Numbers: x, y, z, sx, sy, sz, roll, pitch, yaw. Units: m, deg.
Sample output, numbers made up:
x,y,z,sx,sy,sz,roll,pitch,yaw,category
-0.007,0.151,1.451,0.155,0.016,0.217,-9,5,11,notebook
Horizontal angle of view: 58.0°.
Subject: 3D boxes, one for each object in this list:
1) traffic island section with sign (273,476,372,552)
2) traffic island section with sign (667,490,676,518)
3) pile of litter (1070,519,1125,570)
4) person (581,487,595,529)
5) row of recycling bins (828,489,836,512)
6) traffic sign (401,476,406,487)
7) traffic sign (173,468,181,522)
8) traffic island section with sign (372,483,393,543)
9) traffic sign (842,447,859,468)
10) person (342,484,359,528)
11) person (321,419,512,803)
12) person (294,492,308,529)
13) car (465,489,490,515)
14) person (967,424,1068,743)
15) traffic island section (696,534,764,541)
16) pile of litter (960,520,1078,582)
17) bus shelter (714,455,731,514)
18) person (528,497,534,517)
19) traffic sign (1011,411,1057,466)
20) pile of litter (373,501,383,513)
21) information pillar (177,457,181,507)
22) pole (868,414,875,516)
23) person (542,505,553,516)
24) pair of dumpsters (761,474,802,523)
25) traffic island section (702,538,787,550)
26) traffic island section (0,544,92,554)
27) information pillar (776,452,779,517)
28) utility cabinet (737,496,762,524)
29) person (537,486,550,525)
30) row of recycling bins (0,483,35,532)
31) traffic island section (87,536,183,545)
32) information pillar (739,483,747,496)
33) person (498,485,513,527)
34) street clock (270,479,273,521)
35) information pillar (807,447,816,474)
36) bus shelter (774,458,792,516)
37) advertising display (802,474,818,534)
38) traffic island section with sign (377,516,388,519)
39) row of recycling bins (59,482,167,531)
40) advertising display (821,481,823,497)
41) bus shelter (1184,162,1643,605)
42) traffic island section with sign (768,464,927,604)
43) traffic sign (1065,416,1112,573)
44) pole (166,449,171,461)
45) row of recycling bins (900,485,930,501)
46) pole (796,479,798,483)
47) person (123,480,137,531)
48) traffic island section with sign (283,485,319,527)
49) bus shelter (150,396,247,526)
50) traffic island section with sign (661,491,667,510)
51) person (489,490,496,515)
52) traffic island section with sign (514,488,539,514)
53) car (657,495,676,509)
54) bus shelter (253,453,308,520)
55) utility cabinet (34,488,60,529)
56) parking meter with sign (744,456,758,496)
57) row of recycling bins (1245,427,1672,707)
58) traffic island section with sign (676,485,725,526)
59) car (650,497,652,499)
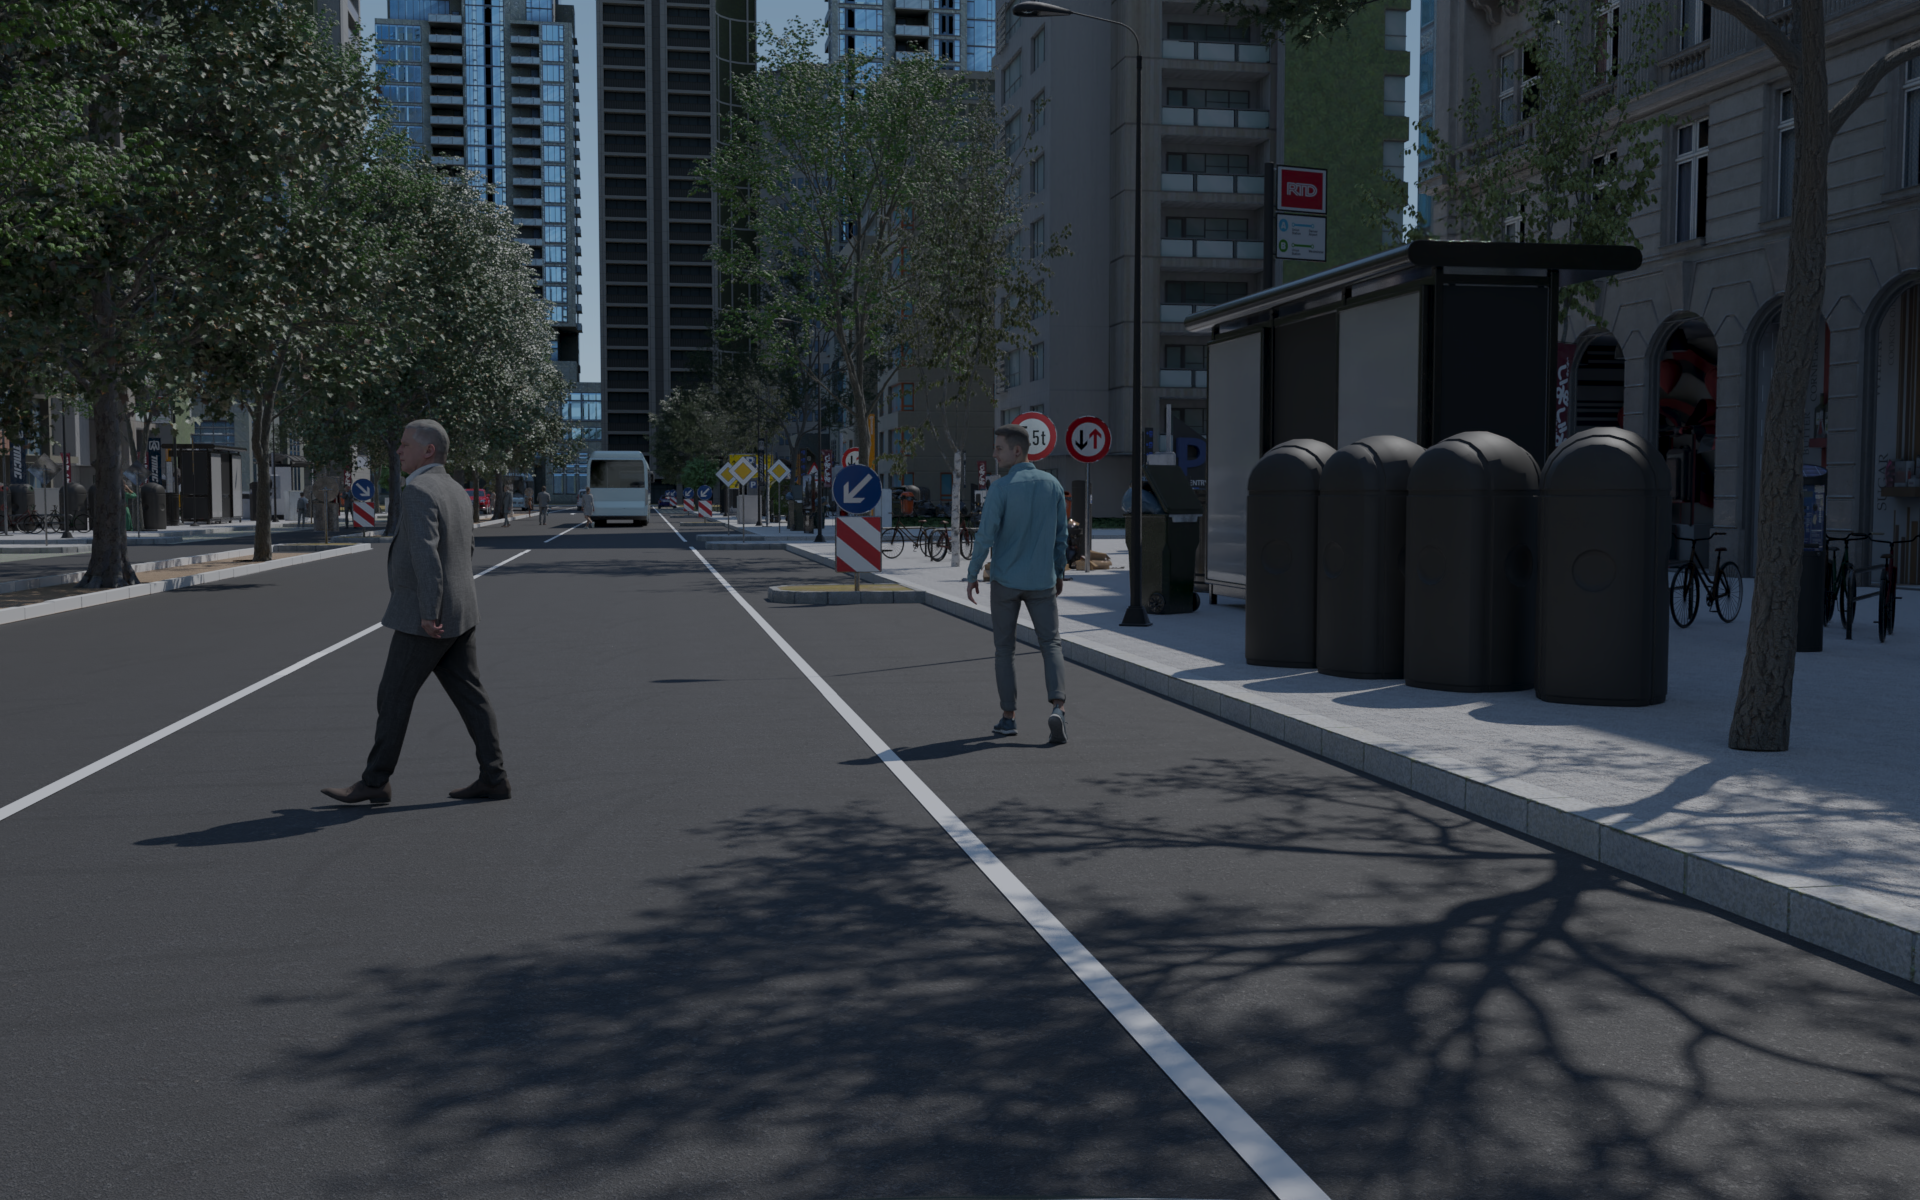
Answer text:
x,y,z,sx,sy,sz,roll,pitch,yaw,category
-16.271,-2.202,44.138,2.006,1.907,1.989,-1,4,-10,traffic island section with sign
-16.490,-5.857,104.391,1.989,1.847,2.006,-1,4,-10,traffic island section with sign
2.057,-0.948,29.464,1.719,0.858,1.176,-1,4,-18,pile of litter
-15.185,-3.769,70.876,0.760,1.731,0.466,3,4,37,person
-7.944,-7.318,126.762,3.534,1.692,1.069,-2,4,-25,row of recycling bins
-39.462,-7.468,122.203,0.768,2.556,0.104,-1,4,-8,traffic sign
-34.577,-4.614,76.627,0.795,2.450,0.064,0,4,-1,traffic sign
-17.604,-2.648,51.424,2.006,1.907,1.989,-1,4,-10,traffic island section with sign
-2.833,-2.876,47.133,0.768,2.556,0.104,0,4,-3,traffic sign
-25.398,-3.904,72.132,0.655,1.846,0.447,-2,4,-27,person
-2.527,0.052,8.050,0.834,1.777,0.661,0,4,-5,person
-27.118,-3.681,71.281,0.523,1.515,0.503,2,4,26,person
-34.463,-6.983,122.844,2.281,1.827,5.304,-1,4,-12,car
0.361,-0.108,10.132,0.638,1.841,0.748,-1,4,-12,person
-7.149,-1.921,53.687,2.009,0.180,2.903,-1,4,-10,traffic island section
0.820,-0.707,25.525,1.719,0.858,1.176,0,4,2,pile of litter
-14.420,-7.176,108.617,1.731,3.624,6.357,-1,4,-10,bus shelter
-26.415,-5.713,106.575,0.373,1.253,0.362,0,4,-4,person
1.113,-1.633,26.803,0.768,2.556,0.104,0,4,-1,traffic sign
-39.934,-6.325,117.371,1.719,0.858,1.176,-2,4,-33,pile of litter
-40.549,-6.058,90.410,0.504,3.616,0.183,-2,4,-29,information pillar
-2.266,-3.084,44.266,0.158,3.312,0.155,0,3,0,pole
-27.336,-6.161,114.727,0.738,1.151,1.012,1,4,20,person
-8.092,-4.664,78.751,1.574,2.255,4.437,-1,4,-10,pair of dumpsters
-5.702,-1.441,45.833,2.009,0.180,2.903,-1,4,-10,traffic island section
-22.562,-1.252,42.745,2.009,0.180,2.903,-1,4,-10,traffic island section
-10.074,-6.368,95.479,0.183,3.616,0.504,-1,4,-17,information pillar
-8.999,-3.842,73.981,1.020,1.237,0.306,-2,4,-25,utility cabinet
-19.281,-4.375,80.223,0.606,1.804,0.583,-1,4,-14,person
-33.114,-3.165,58.854,1.069,1.692,3.534,1,4,20,row of recycling bins
-24.009,-1.732,50.598,2.009,0.180,2.903,-1,4,-10,traffic island section
-10.164,-4.692,81.211,0.304,2.012,0.304,3,5,44,information pillar
-19.565,-4.034,74.551,0.694,1.812,0.767,2,4,31,person
-32.627,-4.721,81.756,0.358,2.002,0.471,-3,5,-40,street clock
-7.471,-5.841,86.855,0.504,3.616,0.183,2,4,25,information pillar
-10.542,-6.447,99.324,2.014,3.302,5.546,-1,4,-10,bus shelter
-4.908,-3.115,56.147,0.123,1.923,0.974,-2,4,-23,advertising display
-33.123,-5.702,101.861,1.989,1.847,2.006,-1,4,-10,traffic island section with sign
-30.113,-3.337,61.668,1.069,1.692,3.534,3,5,44,row of recycling bins
-6.801,-4.604,80.488,0.974,1.923,0.123,2,4,28,advertising display
3.944,-2.513,18.720,2.179,5.291,8.768,-1,4,-10,bus shelter
-1.589,-0.911,23.517,1.989,1.847,2.006,-1,4,-10,traffic island section with sign
2.084,-1.723,28.272,0.768,2.556,0.104,0,4,-5,traffic sign
-34.657,-5.019,75.901,0.158,3.312,0.155,0,3,0,pole
-2.210,-5.263,93.160,1.069,1.692,3.534,1,4,9,row of recycling bins
-8.217,-5.750,87.859,0.158,3.312,0.155,0,3,0,pole
-19.641,-1.944,40.538,0.600,1.795,0.529,0,4,-4,person
-28.256,-4.081,75.348,1.989,1.847,2.006,-1,4,-10,traffic island section with sign
-32.307,-5.854,73.343,2.179,5.291,8.768,-1,4,-10,bus shelter
-25.692,-8.914,154.375,1.989,1.847,2.006,-1,4,-10,traffic island section with sign
-31.150,-6.513,115.322,0.374,1.781,0.599,-3,5,-44,person
-31.224,-7.167,125.323,2.006,1.907,1.989,-1,4,-10,traffic island section with sign
-28.117,-9.401,166.284,1.945,1.354,3.894,-1,4,-10,car
-34.256,-5.759,88.081,2.014,3.302,5.546,-1,4,-10,bus shelter
-33.184,-3.316,62.896,1.173,1.500,0.318,-1,4,-21,utility cabinet
-9.478,-5.055,78.912,0.543,3.016,1.738,-1,4,-12,parking meter with sign
3.264,-0.293,11.908,1.069,1.692,3.534,-2,4,-32,row of recycling bins
-11.601,-4.236,77.882,1.989,1.847,2.006,-1,4,-10,traffic island section with sign
-31.331,-9.831,169.768,2.155,1.783,4.494,-1,4,-10,car
